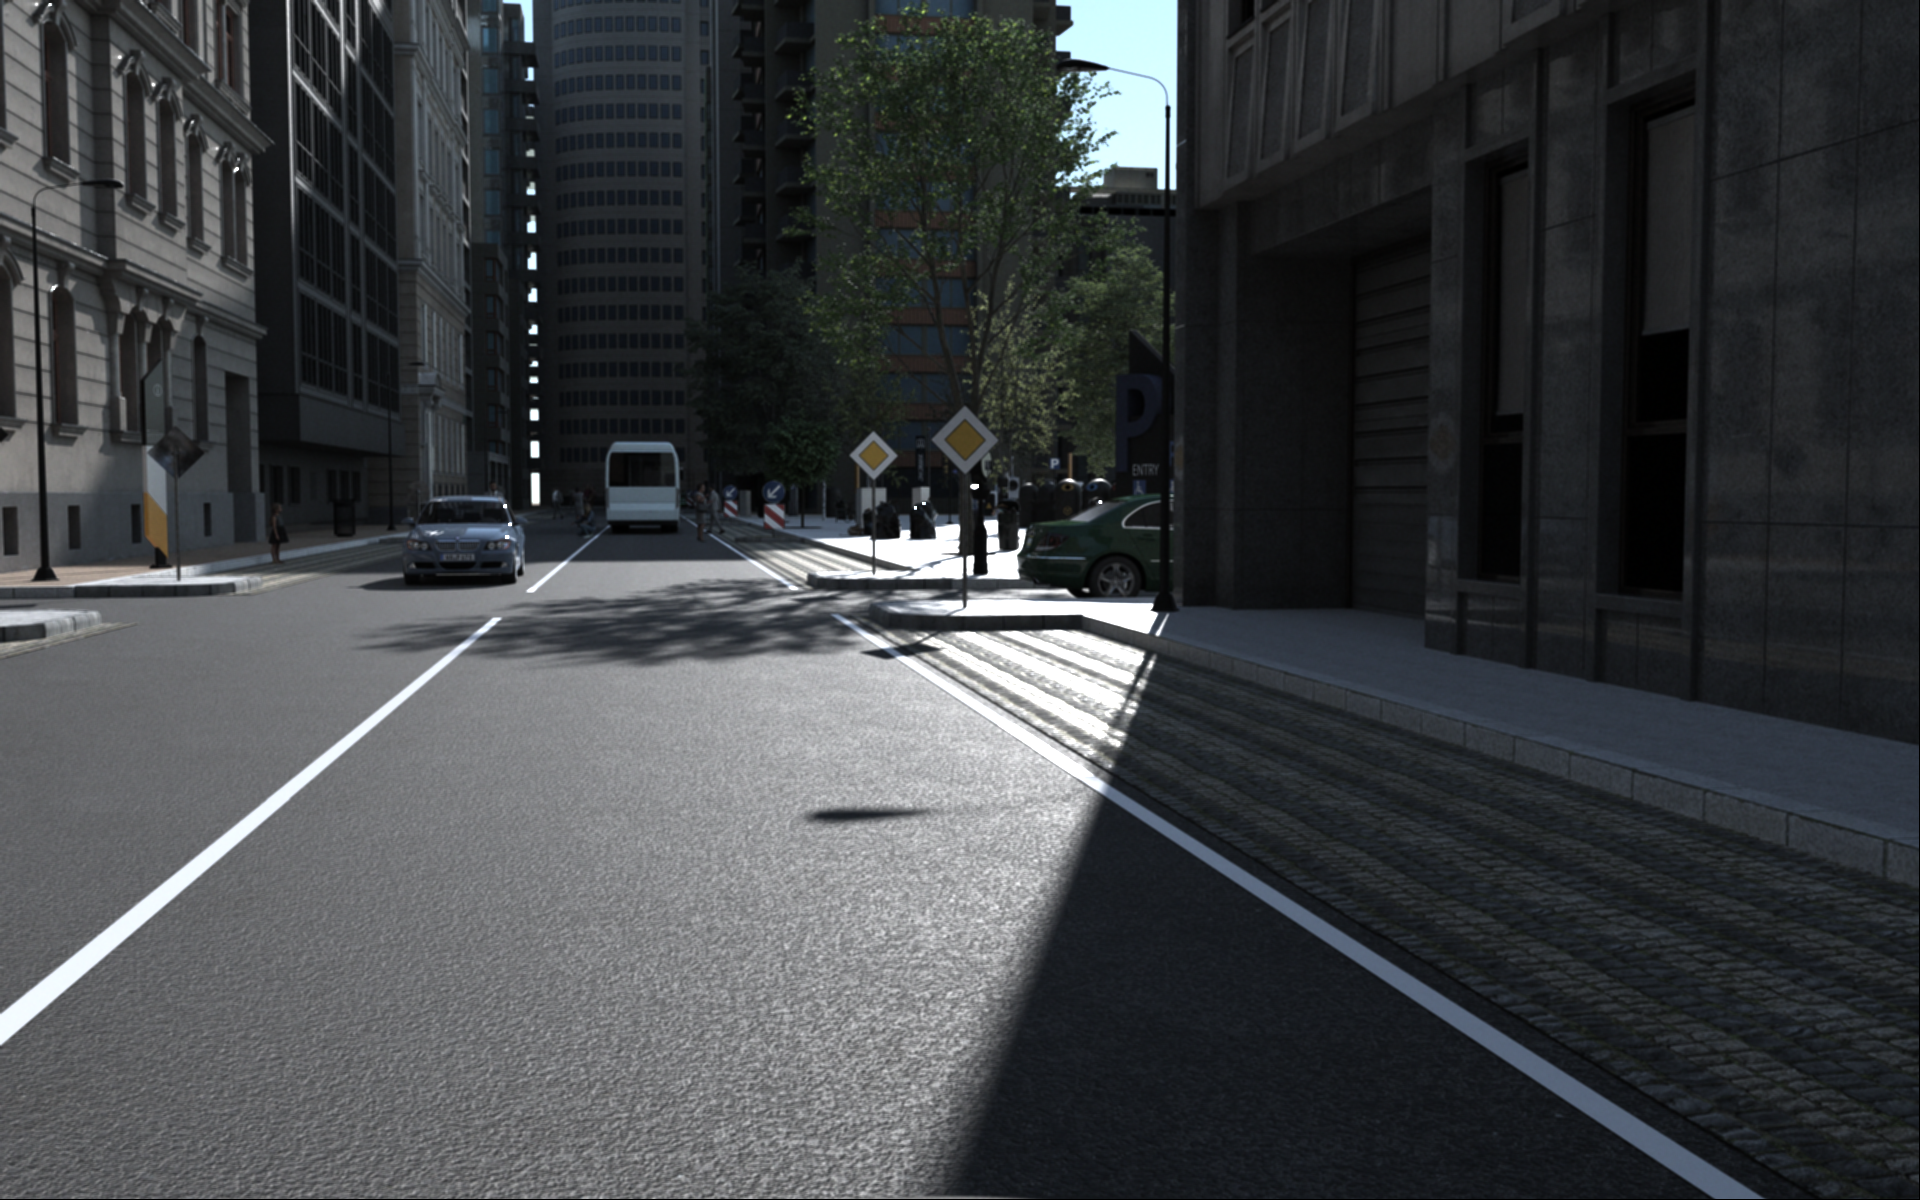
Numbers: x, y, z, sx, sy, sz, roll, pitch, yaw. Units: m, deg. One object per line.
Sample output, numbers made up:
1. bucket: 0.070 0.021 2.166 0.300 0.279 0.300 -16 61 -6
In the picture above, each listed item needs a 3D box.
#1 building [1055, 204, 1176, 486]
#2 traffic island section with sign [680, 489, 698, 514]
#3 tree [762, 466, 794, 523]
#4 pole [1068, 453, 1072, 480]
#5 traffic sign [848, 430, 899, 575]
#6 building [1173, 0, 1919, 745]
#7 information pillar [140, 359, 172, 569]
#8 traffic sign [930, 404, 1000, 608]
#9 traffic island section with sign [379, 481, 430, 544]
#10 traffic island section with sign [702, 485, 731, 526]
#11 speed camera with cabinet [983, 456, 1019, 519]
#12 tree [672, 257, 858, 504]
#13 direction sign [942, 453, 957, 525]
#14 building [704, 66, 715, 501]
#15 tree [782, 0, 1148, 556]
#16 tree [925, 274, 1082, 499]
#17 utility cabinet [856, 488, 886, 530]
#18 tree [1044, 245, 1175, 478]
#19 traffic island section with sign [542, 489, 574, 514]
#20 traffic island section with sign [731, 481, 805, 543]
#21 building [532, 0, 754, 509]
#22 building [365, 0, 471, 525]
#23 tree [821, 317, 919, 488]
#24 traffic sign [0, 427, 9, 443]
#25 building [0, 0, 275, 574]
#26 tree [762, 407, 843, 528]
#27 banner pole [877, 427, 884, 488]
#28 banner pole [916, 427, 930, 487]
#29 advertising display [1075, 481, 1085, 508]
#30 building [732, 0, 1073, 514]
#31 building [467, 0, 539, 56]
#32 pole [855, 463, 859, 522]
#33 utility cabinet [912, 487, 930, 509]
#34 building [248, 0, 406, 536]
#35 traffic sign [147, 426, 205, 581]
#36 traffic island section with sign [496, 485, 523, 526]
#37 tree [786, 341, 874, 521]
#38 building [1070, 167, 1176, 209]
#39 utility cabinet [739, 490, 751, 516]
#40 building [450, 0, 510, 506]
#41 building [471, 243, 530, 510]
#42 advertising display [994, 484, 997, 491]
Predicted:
1. building: 15.693 -24.762 176.554 14.107 30.474 14.160 -1 4 -10
2. traffic island section with sign: -19.439 -7.285 127.736 1.989 1.847 2.006 -1 4 -10
3. tree: -8.069 -5.095 77.907 1.663 3.219 1.824 0 3 0
4. pole: 5.438 -5.620 85.726 0.158 3.312 0.155 0 3 0
5. traffic sign: -1.365 -1.451 27.361 0.795 2.450 0.064 -1 4 -10
6. building: 10.142 -11.782 10.656 12.078 24.808 19.932 -1 4 -10
7. information pillar: -13.862 -2.352 29.812 0.183 3.616 0.504 1 4 14
8. traffic sign: 0.052 -0.970 19.502 0.795 2.450 0.064 -1 4 -10
9. traffic island section with sign: -15.688 -2.544 50.228 1.989 1.847 2.006 -1 4 -10
10. traffic island section with sign: -10.499 -4.254 78.180 1.989 1.847 2.006 -1 4 -10
11. speed camera with cabinet: 2.042 -5.858 90.107 2.038 3.252 0.660 0 4 -4
12. tree: -10.084 -11.355 92.313 9.857 13.997 8.962 0 3 0
13. direction sign: -0.425 -4.940 72.769 0.379 3.537 0.876 3 5 45
14. building: -17.960 -29.781 170.513 14.154 41.232 14.086 -1 4 -10
15. tree: 0.147 -6.754 36.179 9.928 11.665 9.643 0 3 0
16. tree: 1.787 -6.655 59.171 4.360 8.622 3.978 0 3 0
17. utility cabinet: -3.132 -3.194 60.907 1.173 1.500 0.318 -3 5 -45
18. tree: 7.587 -9.829 78.833 7.486 12.596 7.792 0 3 0
19. traffic island section with sign: -29.414 -7.202 126.377 1.989 1.847 2.006 -1 4 -10
20. traffic island section with sign: -5.710 -2.631 51.652 1.989 1.847 2.006 -1 4 -10
21. building: -32.694 -39.838 193.344 28.212 58.520 21.231 -1 4 -10
22. building: -30.240 -17.973 79.758 13.634 28.700 20.117 -1 4 -10
23. tree: -3.743 -7.413 71.562 4.737 8.622 4.395 0 3 0
24. traffic sign: -10.132 -0.859 17.693 0.795 2.450 0.064 -1 4 -10
25. building: -23.067 -15.102 34.306 14.401 28.519 23.554 -1 4 -10
26. tree: -5.964 -4.980 65.135 4.285 4.588 4.351 0 3 0
27. banner pole: -3.007 -4.603 65.276 0.401 3.779 0.863 -1 4 -19
28. banner pole: -1.357 -4.599 65.214 0.863 3.779 0.401 3 4 37
29. advertising display: 5.573 -4.838 84.312 0.974 1.923 0.123 1 4 14
30. building: -4.565 -28.588 122.039 22.147 44.769 28.867 -1 4 -10
31. building: -54.257 -32.974 158.740 30.456 49.044 23.786 -1 4 -10
32. pole: -4.706 -5.219 79.167 0.158 3.312 0.155 0 3 0
33. utility cabinet: -1.273 -2.891 55.952 0.318 1.500 1.173 1 4 13
34. building: -27.645 -16.169 57.874 14.314 27.812 24.014 -1 4 -10
35. traffic sign: -11.550 -1.340 25.552 0.795 2.450 0.064 -1 4 -10
36. traffic island section with sign: -20.553 -4.195 77.224 1.989 1.847 2.006 -1 4 -10
37. tree: -6.308 -8.113 83.007 4.360 8.622 3.978 0 3 0
38. building: 20.806 -31.596 208.481 23.993 40.220 32.217 -1 4 -10
39. utility cabinet: -12.176 -5.478 98.237 0.318 1.500 1.173 -2 4 -26
40. building: -38.988 -40.843 106.033 20.563 71.187 20.611 -1 4 -10
41. building: -47.966 -17.515 131.402 27.650 21.520 28.899 -1 4 -10
42. advertising display: 2.156 -5.426 93.927 0.123 1.923 0.974 -2 4 -31
